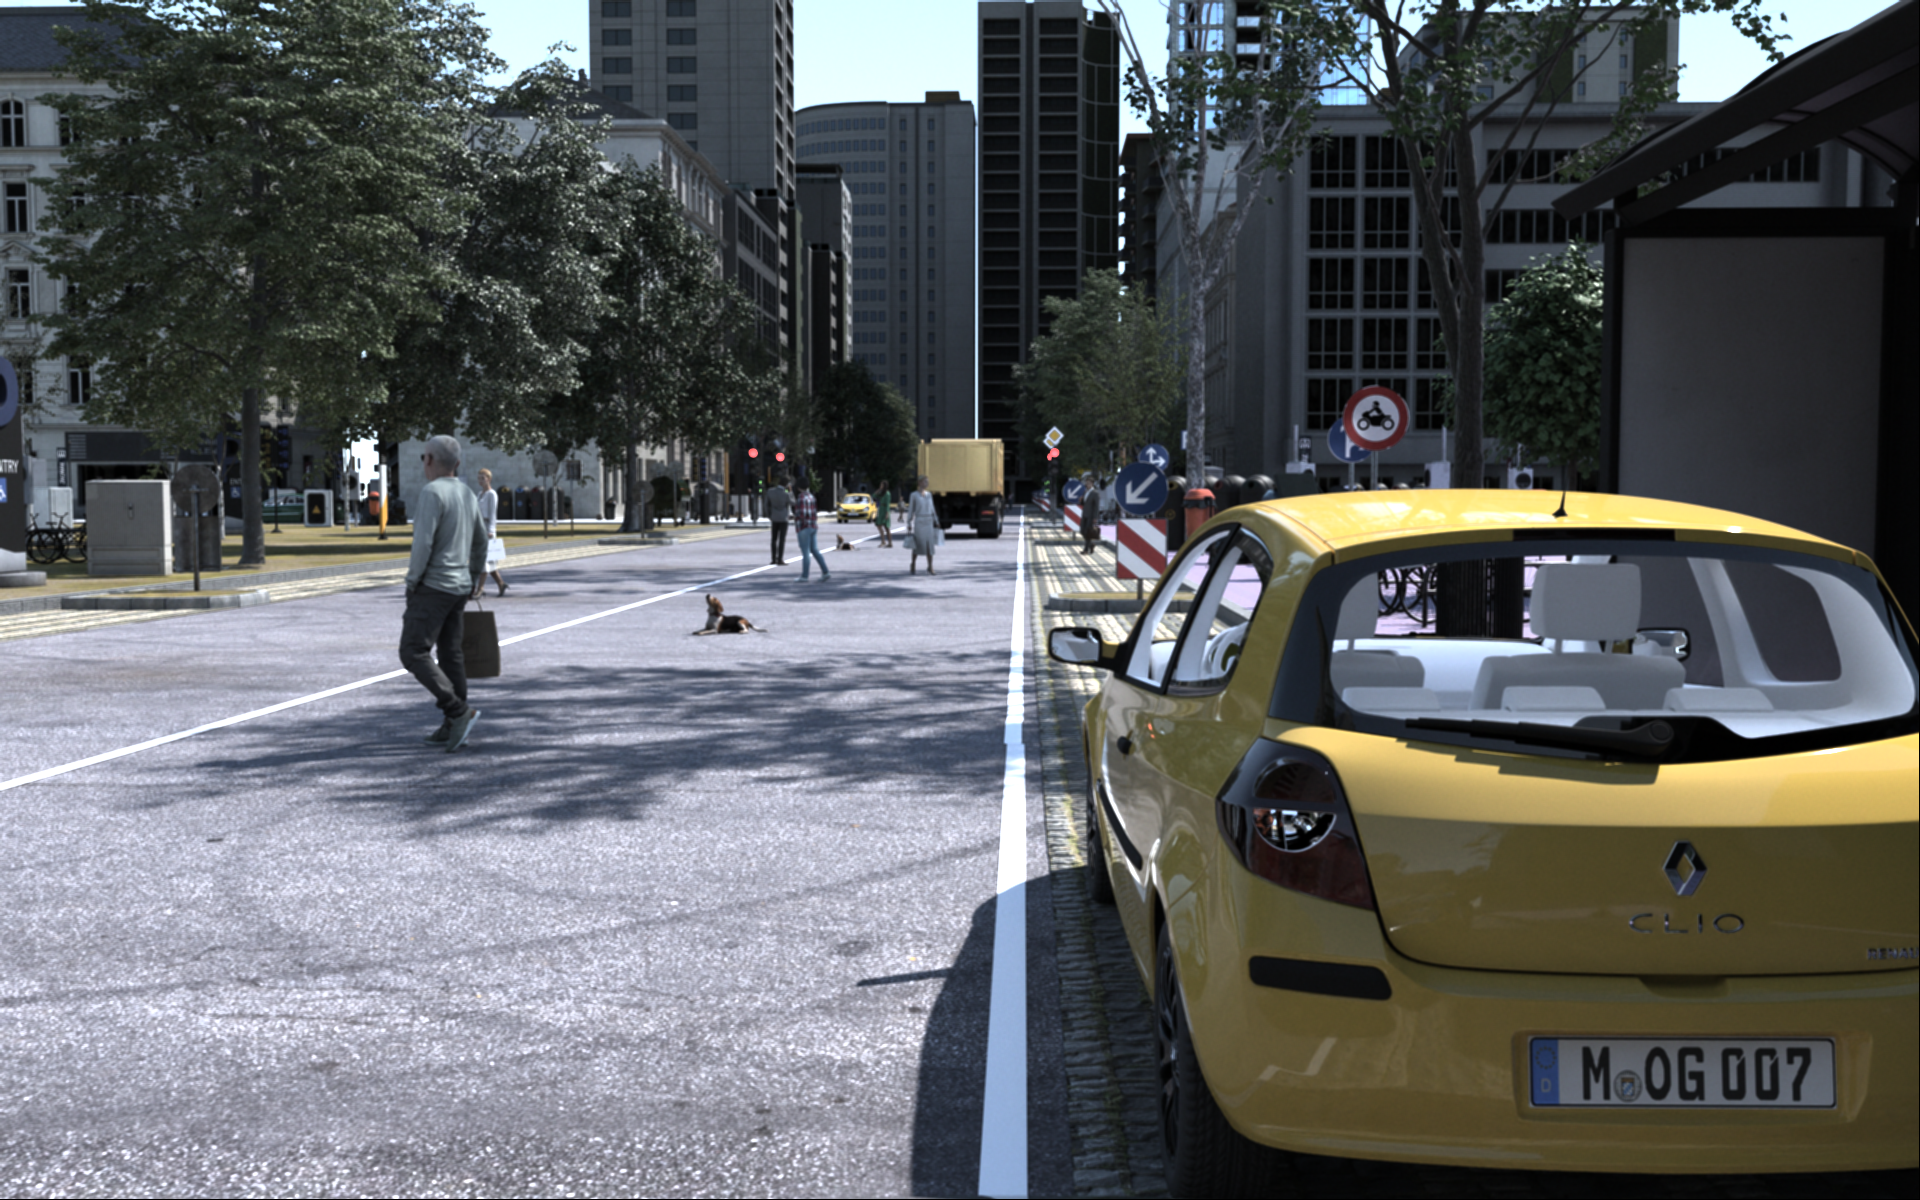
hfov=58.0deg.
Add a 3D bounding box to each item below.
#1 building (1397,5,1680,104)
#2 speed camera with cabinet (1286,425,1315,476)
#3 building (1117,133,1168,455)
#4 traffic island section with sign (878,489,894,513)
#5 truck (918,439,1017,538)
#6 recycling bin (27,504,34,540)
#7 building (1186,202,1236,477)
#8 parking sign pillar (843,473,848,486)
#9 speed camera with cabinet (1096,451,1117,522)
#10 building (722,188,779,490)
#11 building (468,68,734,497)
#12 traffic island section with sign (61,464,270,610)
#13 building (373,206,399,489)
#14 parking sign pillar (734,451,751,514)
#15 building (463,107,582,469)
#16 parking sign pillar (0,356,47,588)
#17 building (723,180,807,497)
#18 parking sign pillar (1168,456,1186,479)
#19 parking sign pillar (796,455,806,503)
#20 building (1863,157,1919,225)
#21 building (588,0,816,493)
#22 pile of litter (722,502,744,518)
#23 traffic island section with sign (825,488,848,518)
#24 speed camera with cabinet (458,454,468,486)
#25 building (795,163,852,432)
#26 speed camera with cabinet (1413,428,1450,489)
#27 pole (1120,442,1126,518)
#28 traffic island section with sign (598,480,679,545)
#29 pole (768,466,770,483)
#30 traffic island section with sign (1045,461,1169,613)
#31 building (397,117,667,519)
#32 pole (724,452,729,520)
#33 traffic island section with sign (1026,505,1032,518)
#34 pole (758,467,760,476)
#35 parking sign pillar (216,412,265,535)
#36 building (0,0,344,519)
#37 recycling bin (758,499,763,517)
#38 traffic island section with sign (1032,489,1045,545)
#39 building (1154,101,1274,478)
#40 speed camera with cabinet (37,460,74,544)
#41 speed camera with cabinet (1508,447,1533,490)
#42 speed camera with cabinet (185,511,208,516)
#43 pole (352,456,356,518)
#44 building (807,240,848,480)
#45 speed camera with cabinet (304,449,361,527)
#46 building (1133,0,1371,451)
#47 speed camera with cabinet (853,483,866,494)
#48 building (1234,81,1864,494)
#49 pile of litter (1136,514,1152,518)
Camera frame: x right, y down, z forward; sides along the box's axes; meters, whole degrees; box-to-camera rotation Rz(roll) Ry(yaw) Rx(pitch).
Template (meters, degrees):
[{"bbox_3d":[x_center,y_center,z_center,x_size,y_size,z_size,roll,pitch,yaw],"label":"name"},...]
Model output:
[{"bbox_3d":[68.659,-40.792,208.947,28.212,58.520,21.231,0,4,2],"label":"building"},{"bbox_3d":[9.205,-3.340,48.943,2.038,3.252,0.660,-3,5,-42],"label":"speed camera with cabinet"},{"bbox_3d":[30.150,-33.785,207.005,22.147,44.769,28.867,0,4,2],"label":"building"},{"bbox_3d":[-6.043,-7.554,132.128,1.989,1.847,2.006,0,4,2],"label":"traffic island section with sign"},{"bbox_3d":[0.164,-3.891,59.537,3.469,3.379,9.791,0,4,3],"label":"truck"},{"bbox_3d":[-26.348,-2.235,49.097,0.722,1.027,0.722,1,4,19],"label":"recycling bin"},{"bbox_3d":[21.535,-16.985,113.861,11.583,22.565,21.152,0,4,2],"label":"building"},{"bbox_3d":[-9.709,-9.846,149.460,1.447,3.967,1.447,1,4,11],"label":"parking sign pillar"},{"bbox_3d":[6.402,-5.201,79.376,0.660,3.252,2.038,-2,4,-27],"label":"speed camera with cabinet"},{"bbox_3d":[-23.286,-21.227,140.566,14.314,27.812,24.014,0,4,2],"label":"building"},{"bbox_3d":[-23.973,-20.148,116.813,14.401,28.519,23.554,0,4,2],"label":"building"},{"bbox_3d":[-10.046,-0.831,22.216,1.989,1.847,2.006,0,4,2],"label":"traffic island section with sign"},{"bbox_3d":[-64.567,-34.724,217.843,14.200,45.320,14.600,0,4,2],"label":"building"},{"bbox_3d":[-13.913,-7.439,110.106,1.447,3.967,1.447,-2,4,-30],"label":"parking sign pillar"},{"bbox_3d":[-61.430,-43.800,258.121,28.212,58.520,21.231,0,4,2],"label":"building"},{"bbox_3d":[-13.513,-2.171,23.961,1.447,3.967,1.447,0,4,-1],"label":"parking sign pillar"},{"bbox_3d":[-22.664,-23.943,163.162,14.160,30.474,14.107,0,4,2],"label":"building"},{"bbox_3d":[13.424,-7.199,106.174,1.447,3.967,1.447,-2,4,-26],"label":"parking sign pillar"},{"bbox_3d":[-10.657,-7.896,117.564,1.447,3.967,1.447,1,4,20],"label":"parking sign pillar"},{"bbox_3d":[55.573,-16.649,90.226,19.932,24.808,12.078,0,4,2],"label":"building"},{"bbox_3d":[-25.683,-45.340,179.565,20.563,71.187,20.611,0,4,2],"label":"building"},{"bbox_3d":[-12.250,-4.904,94.149,1.176,0.858,1.719,3,4,37],"label":"pile of litter"},{"bbox_3d":[-7.050,-5.872,104.634,1.989,1.847,2.006,0,4,2],"label":"traffic island section with sign"},{"bbox_3d":[-24.989,-5.637,86.507,0.660,3.252,2.038,-1,4,-21],"label":"speed camera with cabinet"},{"bbox_3d":[-20.781,-32.573,216.170,14.086,41.232,14.154,0,4,2],"label":"building"},{"bbox_3d":[13.540,-3.396,49.868,0.660,3.252,2.038,0,4,0],"label":"speed camera with cabinet"},{"bbox_3d":[6.408,-4.547,68.194,0.158,3.312,0.155,0,3,0],"label":"pole"},{"bbox_3d":[-9.065,-2.479,49.153,1.989,1.847,2.006,0,4,2],"label":"traffic island section with sign"},{"bbox_3d":[-14.078,-8.194,127.819,0.158,3.312,0.155,0,3,0],"label":"pole"},{"bbox_3d":[2.109,-0.799,21.693,1.989,1.847,2.006,0,4,2],"label":"traffic island section with sign"},{"bbox_3d":[-23.292,-14.793,96.615,10.420,20.320,16.860,0,4,2],"label":"building"},{"bbox_3d":[-11.410,-5.561,84.763,0.158,3.312,0.155,0,3,0],"label":"pole"},{"bbox_3d":[5.100,-5.844,104.185,1.989,1.847,2.006,0,4,2],"label":"traffic island section with sign"},{"bbox_3d":[-15.225,-8.380,130.860,0.158,3.312,0.155,0,3,0],"label":"pole"},{"bbox_3d":[-22.660,-4.034,54.427,1.447,3.967,1.447,1,4,12],"label":"parking sign pillar"},{"bbox_3d":[-58.733,-19.568,96.349,44.131,29.872,17.030,0,4,2],"label":"building"},{"bbox_3d":[-10.678,-5.075,95.531,0.722,1.027,0.722,-3,5,-39],"label":"recycling bin"},{"bbox_3d":[3.092,-2.452,48.713,1.989,1.847,2.006,0,4,2],"label":"traffic island section with sign"},{"bbox_3d":[22.230,-22.115,139.065,11.434,29.767,29.804,0,4,2],"label":"building"},{"bbox_3d":[-22.984,-3.000,43.380,2.038,3.252,0.660,3,4,38],"label":"speed camera with cabinet"},{"bbox_3d":[18.615,-3.992,59.612,2.038,3.252,0.660,0,4,-4],"label":"speed camera with cabinet"},{"bbox_3d":[-36.970,-5.552,85.118,2.038,3.252,0.660,-1,4,-15],"label":"speed camera with cabinet"},{"bbox_3d":[-32.171,-5.998,91.914,0.158,3.312,0.155,0,3,0],"label":"pole"},{"bbox_3d":[-20.522,-26.071,197.959,14.160,30.474,14.107,0,4,2],"label":"building"},{"bbox_3d":[-24.435,-4.469,67.409,2.038,3.252,0.660,-1,4,-11],"label":"speed camera with cabinet"},{"bbox_3d":[29.633,-52.774,175.526,22.319,86.520,31.000,0,4,2],"label":"building"},{"bbox_3d":[-9.356,-9.823,154.946,2.038,3.252,0.660,-3,4,-38],"label":"speed camera with cabinet"},{"bbox_3d":[30.673,-16.772,93.291,30.058,24.678,14.314,0,4,2],"label":"building"},{"bbox_3d":[9.341,-4.737,91.408,1.719,0.858,1.176,0,4,4],"label":"pile of litter"}]
